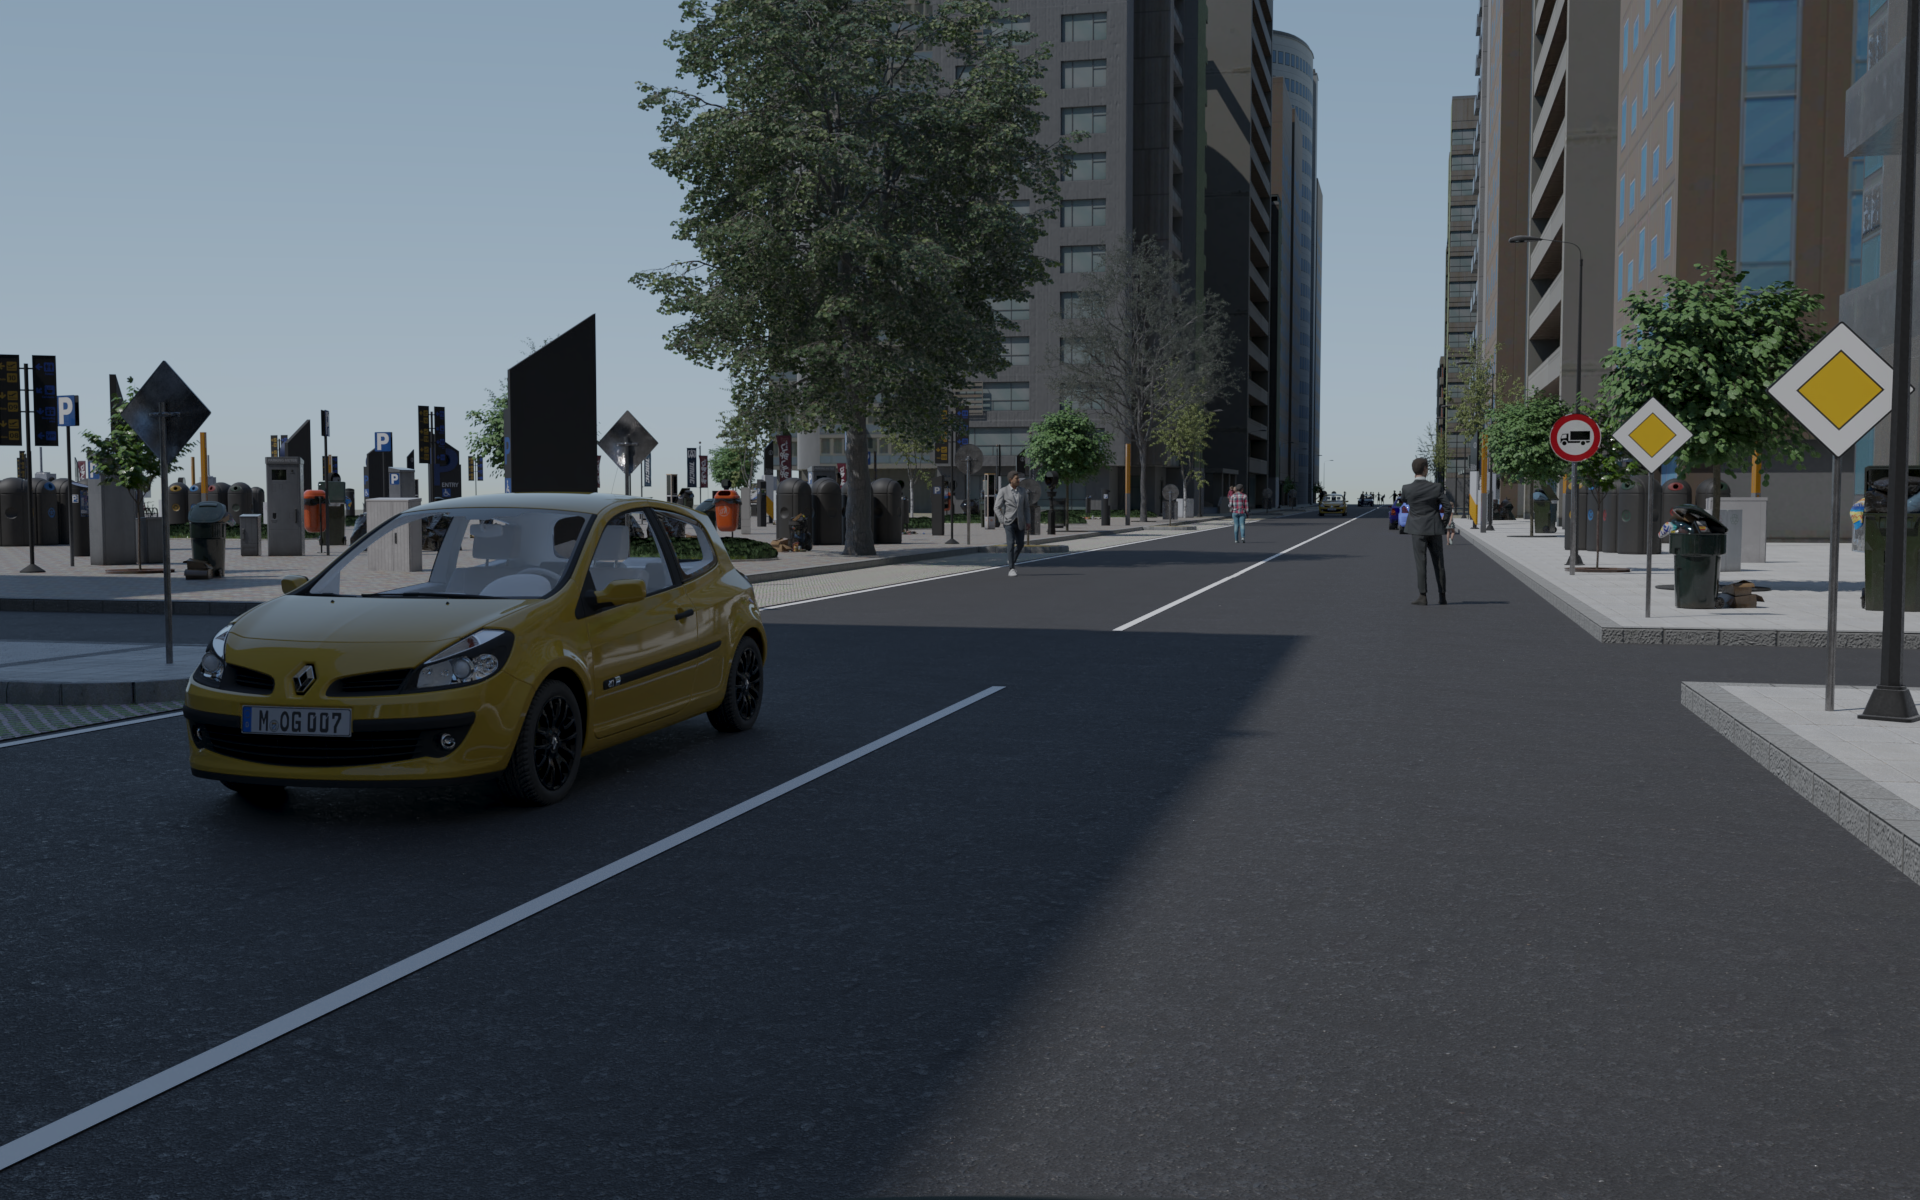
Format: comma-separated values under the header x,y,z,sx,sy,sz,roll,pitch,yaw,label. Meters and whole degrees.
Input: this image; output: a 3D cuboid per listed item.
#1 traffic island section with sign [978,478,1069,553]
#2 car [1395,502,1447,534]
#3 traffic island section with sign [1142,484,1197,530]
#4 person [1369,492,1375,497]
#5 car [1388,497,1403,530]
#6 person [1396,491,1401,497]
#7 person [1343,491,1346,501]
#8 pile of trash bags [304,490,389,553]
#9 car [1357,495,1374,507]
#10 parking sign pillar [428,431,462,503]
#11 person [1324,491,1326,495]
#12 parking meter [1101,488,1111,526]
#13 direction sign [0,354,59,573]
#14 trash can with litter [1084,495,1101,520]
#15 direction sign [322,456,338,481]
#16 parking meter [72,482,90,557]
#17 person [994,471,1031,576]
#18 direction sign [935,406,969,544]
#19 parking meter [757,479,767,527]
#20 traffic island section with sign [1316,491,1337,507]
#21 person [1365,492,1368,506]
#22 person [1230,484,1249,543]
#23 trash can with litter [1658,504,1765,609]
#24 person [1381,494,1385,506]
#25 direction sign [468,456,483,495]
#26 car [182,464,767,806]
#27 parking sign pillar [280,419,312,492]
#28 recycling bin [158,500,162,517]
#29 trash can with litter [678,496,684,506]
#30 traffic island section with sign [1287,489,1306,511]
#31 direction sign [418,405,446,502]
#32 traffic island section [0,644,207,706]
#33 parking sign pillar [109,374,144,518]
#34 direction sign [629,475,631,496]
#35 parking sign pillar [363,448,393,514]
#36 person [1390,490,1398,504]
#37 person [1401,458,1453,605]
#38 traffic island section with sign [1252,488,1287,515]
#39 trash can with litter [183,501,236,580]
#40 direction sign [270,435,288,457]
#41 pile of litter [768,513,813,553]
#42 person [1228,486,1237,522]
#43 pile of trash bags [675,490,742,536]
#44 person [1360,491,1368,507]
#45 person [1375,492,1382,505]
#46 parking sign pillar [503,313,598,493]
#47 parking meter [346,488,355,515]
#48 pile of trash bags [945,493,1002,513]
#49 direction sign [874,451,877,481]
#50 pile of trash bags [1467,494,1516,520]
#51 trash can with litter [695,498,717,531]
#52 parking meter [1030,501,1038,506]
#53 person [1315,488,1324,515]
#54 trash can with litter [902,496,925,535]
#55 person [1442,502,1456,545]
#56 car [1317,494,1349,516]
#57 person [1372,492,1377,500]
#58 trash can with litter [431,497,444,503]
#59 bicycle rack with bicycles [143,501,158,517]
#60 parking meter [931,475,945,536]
x,y,z,sx,sy,sz,roll,pitch,yaw,label
1.629,-2.084,42.695,1.989,1.847,2.006,1,4,14,traffic island section with sign
16.818,-3.263,62.938,1.945,1.707,3.694,1,4,14,car
8.363,-3.680,68.799,1.989,1.847,2.006,1,4,14,traffic island section with sign
51.674,-12.739,217.504,1.217,1.743,0.721,-2,4,-24,person
18.409,-3.545,70.538,1.945,1.354,3.894,1,4,16,car
50.871,-11.725,200.140,1.348,1.831,0.705,0,4,-4,person
41.106,-10.779,185.517,0.721,1.735,1.217,0,4,7,person
-13.042,-1.773,38.745,1.912,1.369,3.447,3,5,45,pile of trash bags
46.874,-11.464,200.016,1.945,1.354,3.894,1,4,16,car
-21.683,-5.163,72.891,1.447,3.967,1.447,-2,4,-31,parking sign pillar
39.474,-10.907,187.376,0.434,1.755,0.990,2,4,31,person
5.912,-3.779,70.198,0.372,1.533,0.369,0,3,0,parking meter
-15.166,-2.215,28.216,0.876,3.537,0.379,-1,4,-20,direction sign
6.716,-4.718,88.196,1.678,1.210,2.233,1,4,16,trash can with litter
-37.335,-6.772,102.723,0.876,3.537,0.379,-2,4,-27,direction sign
-18.067,-1.662,35.580,0.372,1.533,0.369,0,3,0,parking meter
0.906,-1.353,30.475,0.661,1.843,0.795,-1,4,-20,person
-0.205,-3.209,44.456,0.876,3.537,0.379,0,3,0,direction sign
-7.759,-3.797,67.785,0.255,1.863,0.399,-2,4,-33,parking meter
41.655,-11.563,197.688,1.989,1.847,2.006,1,4,14,traffic island section with sign
50.537,-12.605,215.307,1.217,1.735,0.721,2,4,27,person
8.206,-2.543,50.915,0.563,1.720,0.643,1,4,19,person
8.487,-0.499,19.541,1.055,1.170,0.624,-1,4,-17,trash can with litter
51.600,-12.200,211.161,0.799,1.438,0.628,3,5,45,person
-28.721,-6.774,102.759,0.876,3.537,0.379,0,4,-2,direction sign
-2.403,0.055,9.320,2.015,1.641,3.980,1,4,13,car
-23.771,-4.493,61.940,1.447,3.967,1.447,1,4,16,parking sign pillar
-35.797,-4.029,78.420,0.722,1.027,0.722,-3,5,-43,recycling bin
-13.170,-4.224,80.121,2.233,1.210,1.678,3,4,37,trash can with litter
27.527,-8.219,143.000,1.989,1.847,2.006,1,4,14,traffic island section with sign
-13.576,-3.217,44.593,0.379,3.537,0.876,2,4,31,direction sign
-6.012,0.560,13.129,2.009,0.180,2.903,1,4,14,traffic island section
-19.058,-3.129,39.634,1.447,3.967,1.447,-1,4,-15,parking sign pillar
-12.185,-4.403,63.986,0.379,3.537,0.876,0,3,0,direction sign
-26.576,-5.547,79.160,1.447,3.967,1.447,3,4,37,parking sign pillar
49.220,-11.507,196.275,0.705,1.869,1.348,-3,4,-37,person
6.023,-0.891,22.437,0.648,1.900,0.474,0,4,3,person
20.784,-6.622,116.899,1.989,1.847,2.006,1,4,14,traffic island section with sign
-11.434,-0.914,26.335,0.624,1.170,1.055,-1,4,-12,trash can with litter
-26.054,-4.549,66.376,0.876,3.537,0.379,2,4,26,direction sign
-3.867,-1.515,38.728,1.176,0.858,1.719,1,4,22,pile of litter
13.715,-4.792,86.827,0.580,1.828,0.573,2,4,28,person
-6.488,-1.774,38.765,3.447,1.369,1.912,1,4,16,pile of trash bags
44.816,-11.197,192.104,0.750,1.759,0.617,-1,4,-15,person
57.294,-13.918,236.845,1.217,1.735,0.721,3,4,36,person
-6.083,-2.280,25.750,1.447,3.967,1.447,-2,4,-28,parking sign pillar
-26.011,-4.005,73.900,0.372,1.533,0.369,0,3,0,parking meter
0.513,-4.548,84.105,3.447,1.369,1.912,2,4,30,pile of trash bags
-4.477,-6.086,91.509,0.379,3.537,0.876,0,4,5,direction sign
26.094,-4.657,85.899,1.912,1.369,3.447,-1,4,-9,pile of trash bags
-6.469,-1.961,43.443,0.624,1.170,1.055,2,4,35,trash can with litter
2.809,-3.568,66.747,0.372,1.533,0.369,0,3,0,parking meter
24.474,-6.669,117.548,0.705,1.822,1.348,3,5,41,person
-1.955,-2.691,55.059,1.678,1.210,2.233,1,4,13,trash can with litter
13.739,-2.160,48.825,0.382,1.210,0.505,-3,4,-37,person
24.456,-6.315,113.481,2.015,1.641,3.980,1,4,15,car
58.301,-14.383,244.180,0.721,1.766,1.217,-3,5,-41,person
-18.523,-3.111,62.257,0.624,1.170,1.055,2,4,24,trash can with litter
-40.410,-4.365,84.754,2.852,0.926,2.925,1,4,18,bicycle rack with bicycles
-0.691,-2.922,53.479,0.399,1.863,0.255,1,4,13,parking meter
